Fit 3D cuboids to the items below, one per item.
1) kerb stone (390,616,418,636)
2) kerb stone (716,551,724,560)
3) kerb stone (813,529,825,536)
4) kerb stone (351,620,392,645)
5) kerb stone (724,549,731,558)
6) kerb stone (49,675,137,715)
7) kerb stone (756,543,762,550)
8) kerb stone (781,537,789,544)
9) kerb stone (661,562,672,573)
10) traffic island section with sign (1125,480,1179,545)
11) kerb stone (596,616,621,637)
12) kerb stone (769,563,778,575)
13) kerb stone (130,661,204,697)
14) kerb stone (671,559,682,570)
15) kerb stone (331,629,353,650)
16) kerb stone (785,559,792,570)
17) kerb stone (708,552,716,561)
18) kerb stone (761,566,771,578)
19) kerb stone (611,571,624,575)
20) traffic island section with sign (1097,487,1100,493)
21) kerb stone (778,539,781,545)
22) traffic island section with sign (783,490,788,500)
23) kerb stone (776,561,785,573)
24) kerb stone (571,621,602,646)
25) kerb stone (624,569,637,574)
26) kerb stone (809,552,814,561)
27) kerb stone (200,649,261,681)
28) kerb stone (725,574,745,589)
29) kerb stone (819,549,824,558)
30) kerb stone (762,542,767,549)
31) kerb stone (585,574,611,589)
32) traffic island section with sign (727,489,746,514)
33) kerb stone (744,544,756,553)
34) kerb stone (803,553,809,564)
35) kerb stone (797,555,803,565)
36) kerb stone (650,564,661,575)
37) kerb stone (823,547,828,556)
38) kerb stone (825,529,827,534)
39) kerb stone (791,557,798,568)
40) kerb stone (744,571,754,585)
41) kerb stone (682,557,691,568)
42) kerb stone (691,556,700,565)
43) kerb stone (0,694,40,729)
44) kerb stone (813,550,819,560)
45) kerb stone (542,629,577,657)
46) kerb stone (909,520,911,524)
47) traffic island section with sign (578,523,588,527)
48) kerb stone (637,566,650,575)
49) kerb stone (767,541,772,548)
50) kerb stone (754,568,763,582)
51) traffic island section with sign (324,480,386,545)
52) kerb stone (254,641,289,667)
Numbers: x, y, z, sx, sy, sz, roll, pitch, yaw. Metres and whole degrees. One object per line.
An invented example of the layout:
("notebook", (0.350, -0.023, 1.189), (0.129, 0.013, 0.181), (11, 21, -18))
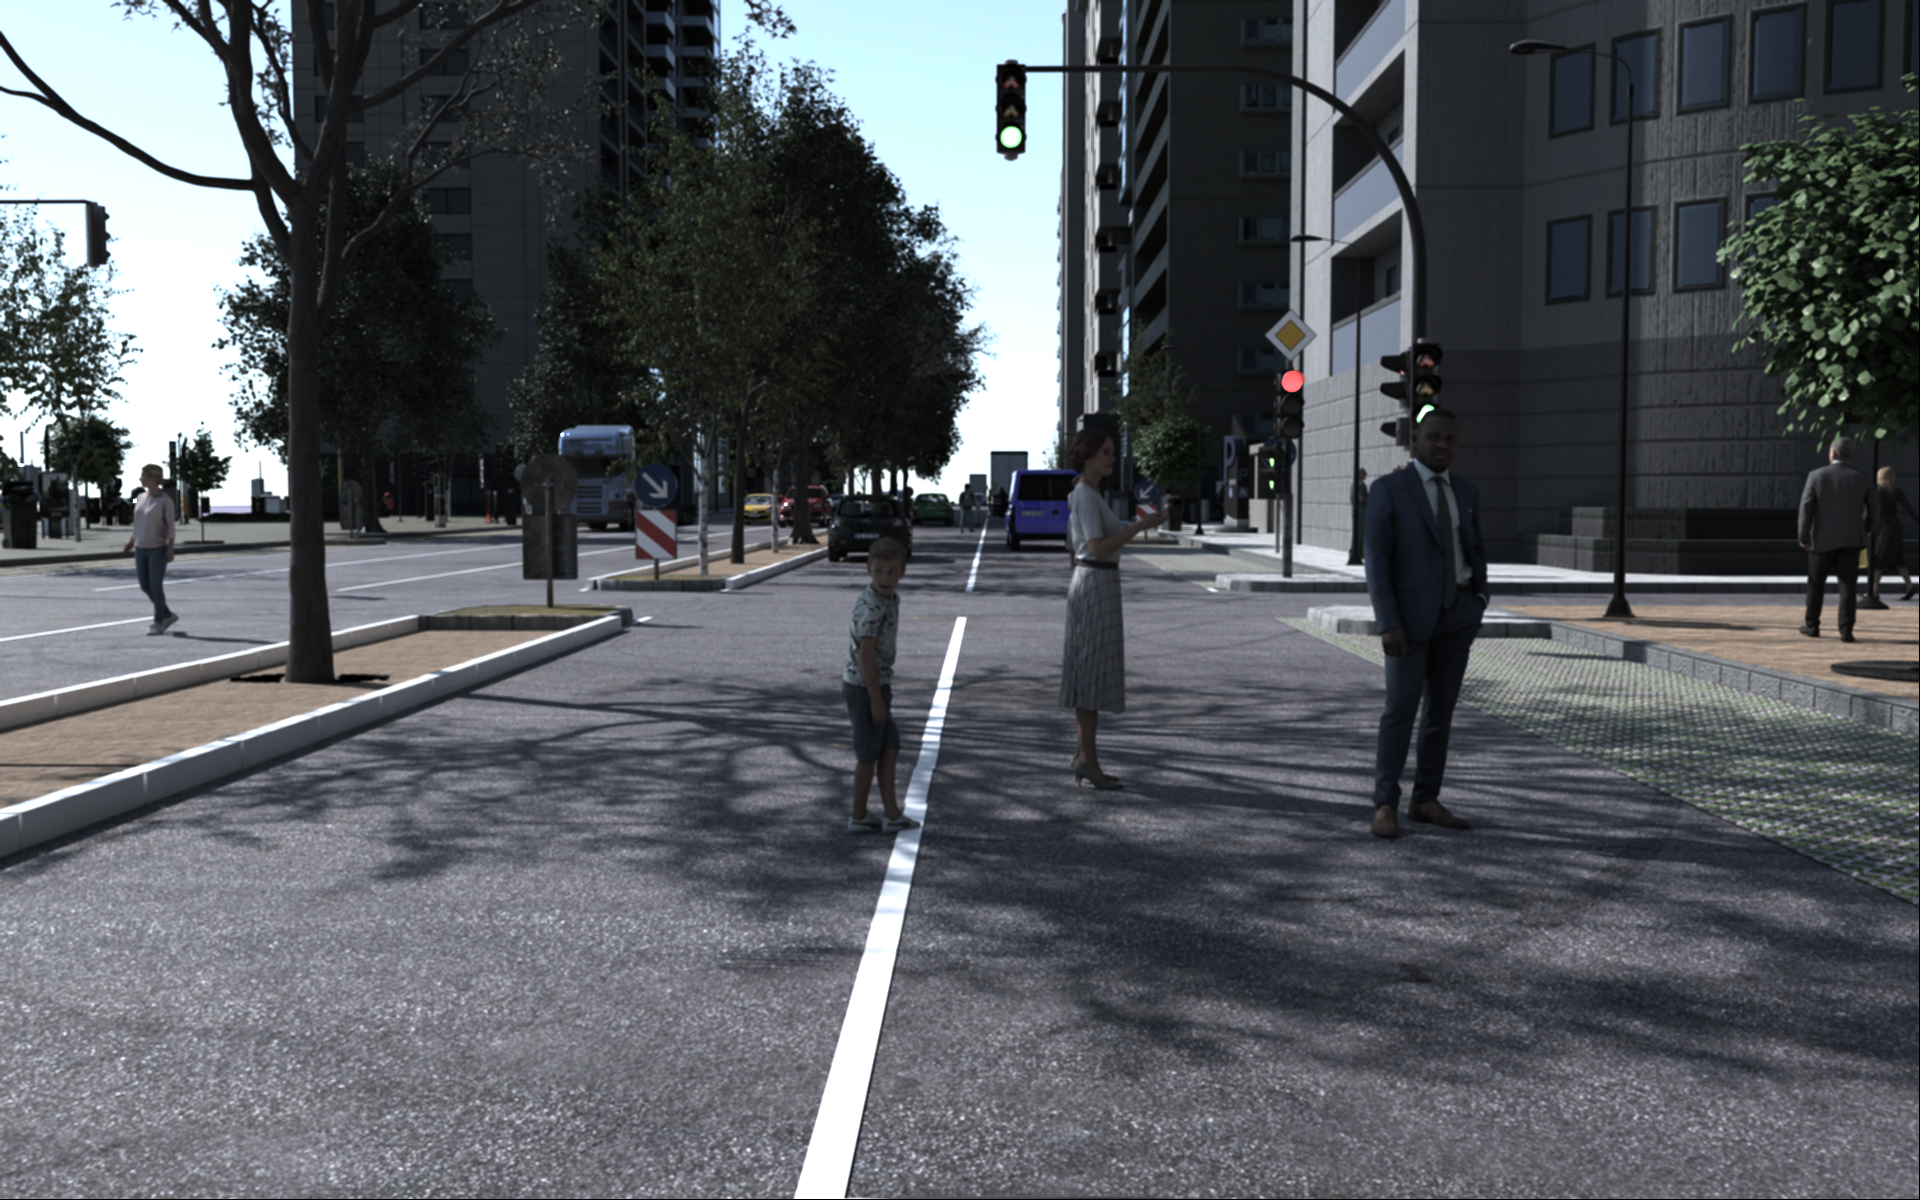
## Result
("kerb stone", (-5.733, 0.271, 17.773), (0.120, 0.150, 1.000), (0, 4, 1))
("kerb stone", (-5.341, -0.953, 37.787), (0.120, 0.150, 1.000), (0, 4, 1))
("kerb stone", (-4.910, -2.325, 60.316), (0.120, 0.150, 1.000), (0, 4, 1))
("kerb stone", (-5.750, 0.333, 16.745), (0.120, 0.150, 1.000), (0, 4, 1))
("kerb stone", (-5.328, -1.016, 38.814), (0.120, 0.150, 1.000), (0, 4, 1))
("kerb stone", (-5.851, 0.646, 11.629), (0.120, 0.150, 1.000), (0, 4, 1))
("kerb stone", (-5.224, -1.322, 43.923), (0.120, 0.150, 1.000), (0, 4, 1))
("kerb stone", (-5.112, -1.705, 50.079), (0.120, 0.150, 1.000), (0, 4, 1))
("kerb stone", (-5.462, -0.570, 31.624), (0.120, 0.150, 1.000), (0, 4, 1))
("traffic island section with sign", (5.153, -2.500, 49.495), (1.989, 1.847, 2.006), (0, 4, 1))
("kerb stone", (-3.634, 0.275, 17.727), (0.120, 0.150, 1.000), (0, 4, 1))
("kerb stone", (-3.384, -0.510, 30.615), (0.120, 0.150, 1.000), (0, 4, 1))
("kerb stone", (-5.830, 0.584, 12.651), (0.120, 0.150, 1.000), (0, 4, 1))
("kerb stone", (-5.446, -0.639, 32.645), (0.120, 0.150, 1.000), (0, 4, 1))
("kerb stone", (-5.774, 0.401, 15.718), (0.120, 0.150, 1.000), (0, 4, 1))
("kerb stone", (-3.339, -0.640, 32.658), (0.120, 0.150, 1.000), (0, 4, 1))
("kerb stone", (-5.370, -0.891, 36.765), (0.120, 0.150, 1.000), (0, 4, 1))
("kerb stone", (-3.399, -0.450, 29.582), (0.120, 0.150, 1.000), (0, 4, 1))
("kerb stone", (-5.543, -0.326, 27.531), (0.120, 0.150, 1.000), (0, 4, 1))
("traffic island section with sign", (5.678, -4.148, 76.445), (1.989, 1.847, 2.006), (0, 4, 1))
("kerb stone", (-5.146, -1.573, 48.022), (0.120, 0.150, 1.000), (0, 4, 1))
("traffic island section with sign", (-15.363, -8.862, 153.517), (1.989, 1.847, 2.006), (0, 4, 1))
("kerb stone", (-3.361, -0.577, 31.637), (0.120, 0.150, 1.000), (0, 4, 1))
("kerb stone", (-3.648, 0.336, 16.705), (0.120, 0.150, 1.000), (0, 4, 1))
("kerb stone", (-5.522, -0.389, 28.553), (0.120, 0.150, 1.000), (0, 4, 1))
("kerb stone", (-3.271, -0.890, 36.745), (0.120, 0.150, 1.000), (0, 4, 1))
("kerb stone", (-5.813, 0.526, 13.673), (0.120, 0.150, 1.000), (0, 4, 1))
("kerb stone", (-3.459, -0.261, 26.513), (0.120, 0.150, 1.000), (0, 4, 1))
("kerb stone", (-3.219, -1.015, 38.798), (0.120, 0.150, 1.000), (0, 4, 1))
("kerb stone", (-5.207, -1.391, 44.945), (0.120, 0.150, 1.000), (0, 4, 1))
("kerb stone", (-5.559, -0.264, 26.507), (0.120, 0.150, 1.000), (0, 4, 1))
("traffic island section with sign", (-15.898, -7.191, 126.198), (1.989, 1.847, 2.006), (0, 4, 1))
("kerb stone", (-5.240, -1.266, 42.901), (0.120, 0.150, 1.000), (0, 4, 1))
("kerb stone", (-3.283, -0.827, 35.724), (0.120, 0.150, 1.000), (0, 4, 1))
("kerb stone", (-3.309, -0.763, 34.702), (0.120, 0.150, 1.000), (0, 4, 1))
("kerb stone", (-5.482, -0.514, 30.597), (0.120, 0.150, 1.000), (0, 4, 1))
("kerb stone", (-3.207, -1.078, 39.820), (0.120, 0.150, 1.000), (0, 4, 1))
("kerb stone", (-4.888, -2.391, 61.337), (0.120, 0.150, 1.000), (0, 4, 1))
("kerb stone", (-3.313, -0.702, 33.680), (0.120, 0.150, 1.000), (0, 4, 1))
("kerb stone", (-3.443, -0.327, 27.534), (0.120, 0.150, 1.000), (0, 4, 1))
("kerb stone", (-5.427, -0.702, 33.670), (0.120, 0.150, 1.000), (0, 4, 1))
("kerb stone", (-5.408, -0.765, 34.702), (0.120, 0.150, 1.000), (0, 4, 1))
("kerb stone", (-5.870, 0.709, 10.599), (0.120, 0.150, 1.000), (0, 4, 1))
("kerb stone", (-3.245, -0.953, 37.769), (0.120, 0.150, 1.000), (0, 4, 1))
("kerb stone", (-3.670, 0.398, 15.683), (0.120, 0.150, 1.000), (0, 4, 1))
("kerb stone", (-2.317, -3.898, 85.929), (0.120, 0.150, 1.000), (0, 4, 1))
("traffic island section with sign", (-16.856, -4.115, 75.907), (1.989, 1.847, 2.006), (0, 4, 1))
("kerb stone", (-5.493, -0.451, 29.575), (0.120, 0.150, 1.000), (0, 4, 1))
("kerb stone", (-5.181, -1.454, 45.968), (0.120, 0.150, 1.000), (0, 4, 1))
("kerb stone", (-3.424, -0.389, 28.557), (0.120, 0.150, 1.000), (0, 4, 1))
("traffic island section with sign", (-17.377, -2.467, 48.957), (1.989, 1.847, 2.006), (0, 4, 1))
("kerb stone", (-5.793, 0.459, 14.695), (0.120, 0.150, 1.000), (0, 4, 1))
